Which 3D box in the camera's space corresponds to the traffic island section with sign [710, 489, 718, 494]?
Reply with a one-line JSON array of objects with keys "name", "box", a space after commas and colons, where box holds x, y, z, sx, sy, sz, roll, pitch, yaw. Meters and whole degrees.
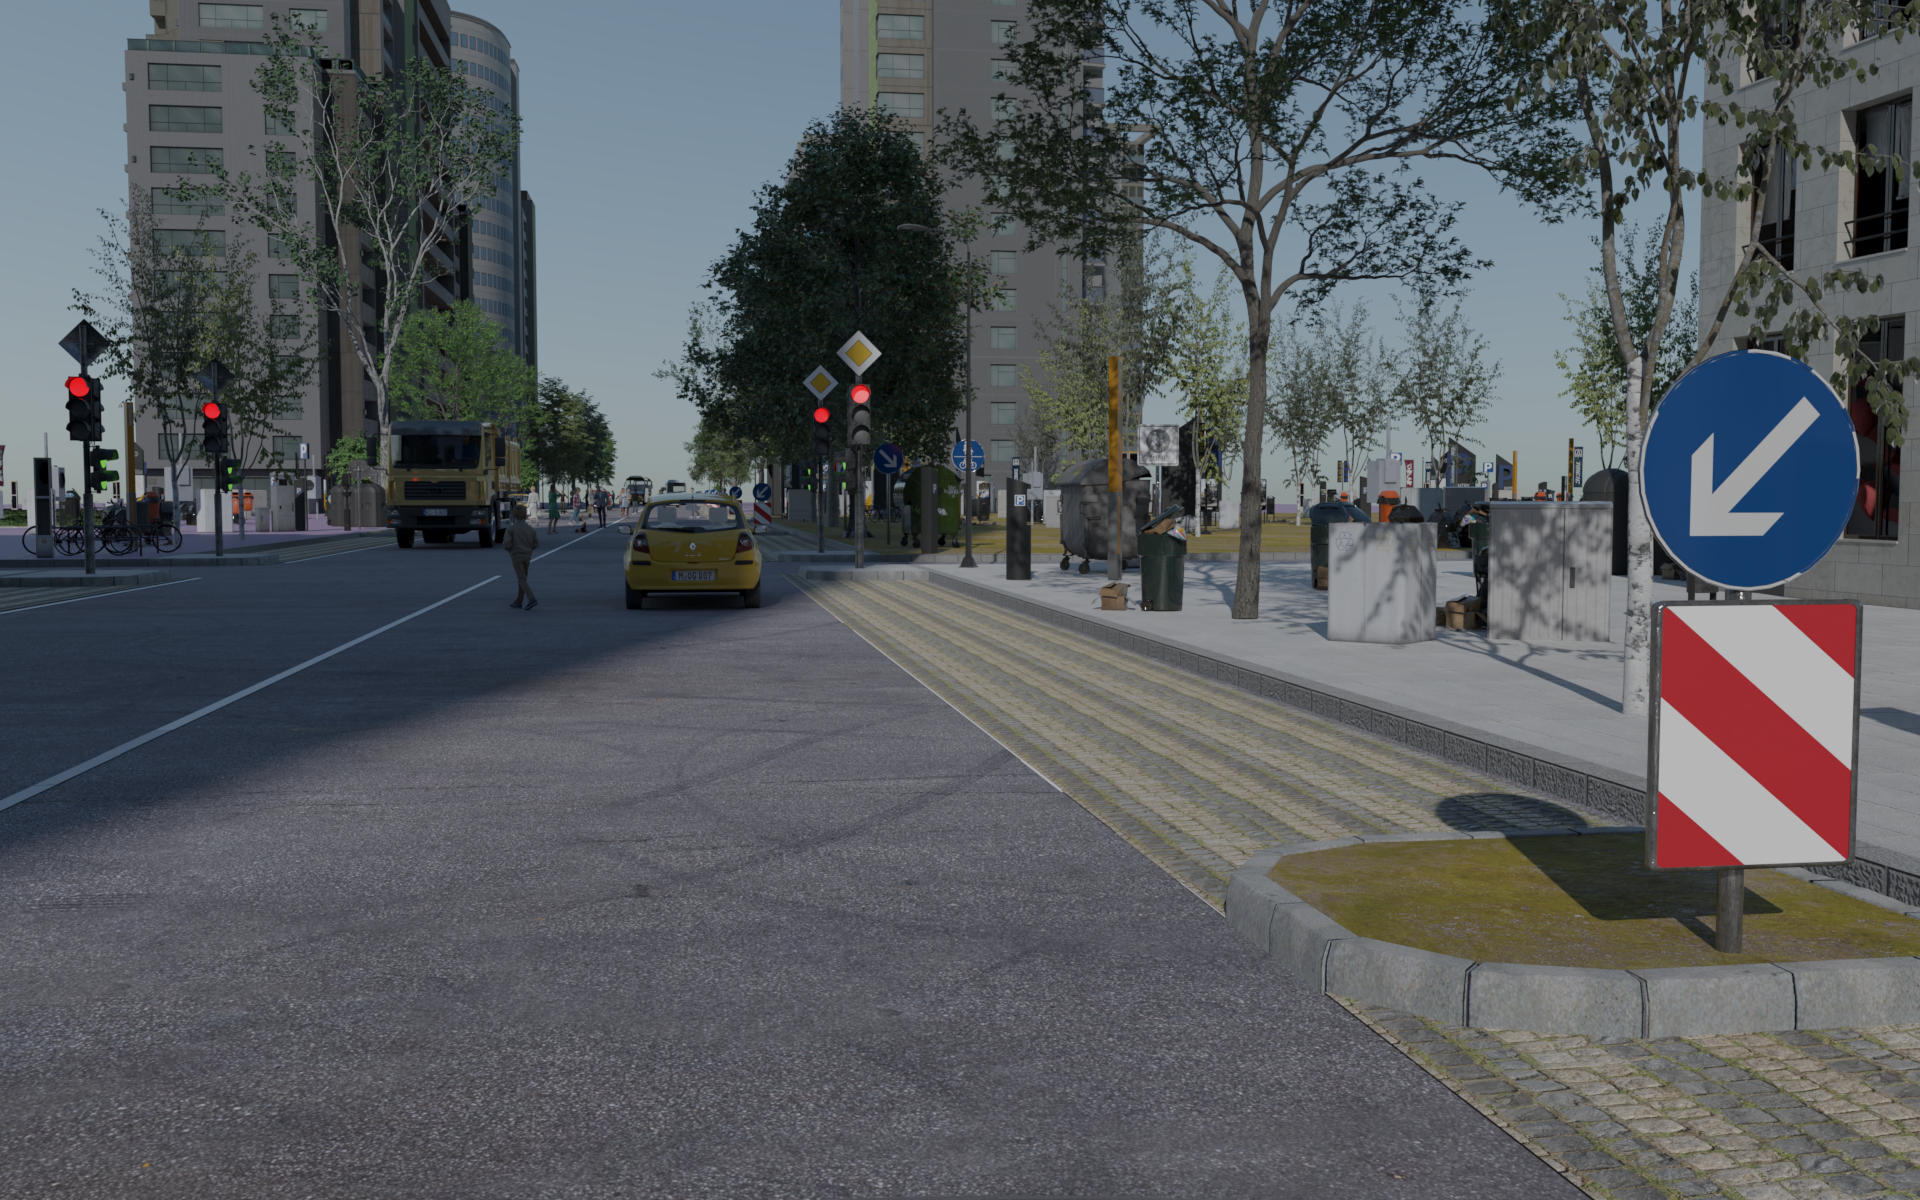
[{"name": "traffic island section with sign", "box": [-11.379, -4.787, 86.902, 1.989, 1.847, 2.006, -1, 4, -9]}]

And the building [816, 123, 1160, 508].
[{"name": "building", "box": [1.222, -29.310, 171.094, 32.217, 40.220, 23.993, -1, 4, -9]}]

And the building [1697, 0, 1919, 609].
[{"name": "building", "box": [16.398, -9.827, 15.427, 10.420, 20.320, 16.860, -1, 4, -9]}]

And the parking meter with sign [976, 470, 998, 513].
[{"name": "parking meter with sign", "box": [1.939, -7.239, 114.620, 1.738, 3.016, 0.543, 1, 4, 18]}]

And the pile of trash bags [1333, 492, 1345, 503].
[{"name": "pile of trash bags", "box": [21.187, -5.213, 94.988, 1.912, 1.369, 3.447, 1, 4, 16]}]

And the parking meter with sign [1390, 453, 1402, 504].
[{"name": "parking meter with sign", "box": [18.542, -4.740, 73.756, 0.543, 3.016, 1.738, 1, 4, 16]}]

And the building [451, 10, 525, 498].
[{"name": "building", "box": [-65.314, -40.908, 210.841, 21.231, 58.520, 28.212, -1, 4, -9]}]

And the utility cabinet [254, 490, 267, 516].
[{"name": "utility cabinet", "box": [-40.333, -5.546, 99.357, 0.318, 1.500, 1.173, 2, 4, 28]}]

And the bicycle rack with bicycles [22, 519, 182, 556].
[{"name": "bicycle rack with bicycles", "box": [-18.196, -1.415, 36.516, 2.925, 0.926, 2.852, -1, 4, -13]}]

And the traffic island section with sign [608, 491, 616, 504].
[{"name": "traffic island section with sign", "box": [-49.201, -14.309, 242.577, 1.989, 1.847, 2.006, -1, 4, -9]}]

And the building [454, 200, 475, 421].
[{"name": "building", "box": [-54.101, -24.035, 164.677, 14.160, 30.474, 14.107, -1, 4, -9]}]

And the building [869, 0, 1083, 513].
[{"name": "building", "box": [0.407, -26.823, 122.146, 14.154, 41.232, 14.086, -1, 4, -9]}]

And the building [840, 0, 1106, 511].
[{"name": "building", "box": [0.634, -36.800, 143.680, 21.231, 58.520, 28.212, -1, 4, -9]}]

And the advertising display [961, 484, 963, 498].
[{"name": "advertising display", "box": [0.331, -6.263, 107.619, 0.123, 1.923, 0.974, -2, 4, -34]}]

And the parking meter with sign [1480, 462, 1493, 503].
[{"name": "parking meter with sign", "box": [28.678, -6.016, 94.618, 0.543, 3.016, 1.738, 2, 4, 27]}]

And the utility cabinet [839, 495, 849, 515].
[{"name": "utility cabinet", "box": [-7.054, -5.814, 106.215, 1.020, 1.237, 0.306, -3, 5, -42]}]

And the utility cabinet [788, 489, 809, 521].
[{"name": "utility cabinet", "box": [-7.613, -4.535, 82.830, 1.173, 1.500, 0.318, -1, 4, -14]}]

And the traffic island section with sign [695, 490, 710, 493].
[{"name": "traffic island section with sign", "box": [-23.858, -9.447, 163.086, 1.989, 1.847, 2.006, -1, 4, -9]}]

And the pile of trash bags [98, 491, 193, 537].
[{"name": "pile of trash bags", "box": [-25.058, -2.643, 52.969, 1.912, 1.369, 3.447, -3, 4, -39]}]

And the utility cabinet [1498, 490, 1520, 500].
[{"name": "utility cabinet", "box": [30.521, -5.364, 96.383, 1.173, 1.500, 0.318, 0, 4, 1]}]

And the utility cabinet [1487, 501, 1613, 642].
[{"name": "utility cabinet", "box": [5.198, -0.252, 15.278, 1.020, 1.237, 0.306, 1, 4, 19]}]

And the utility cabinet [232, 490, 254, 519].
[{"name": "utility cabinet", "box": [-36.449, -4.838, 87.784, 1.173, 1.500, 0.318, 2, 4, 30]}]

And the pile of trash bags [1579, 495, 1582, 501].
[{"name": "pile of trash bags", "box": [42.517, -6.650, 118.484, 3.447, 1.369, 1.912, 2, 4, 32]}]

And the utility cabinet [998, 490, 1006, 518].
[{"name": "utility cabinet", "box": [2.588, -5.058, 91.374, 1.173, 1.500, 0.318, 2, 4, 29]}]

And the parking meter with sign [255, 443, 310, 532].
[{"name": "parking meter with sign", "box": [-22.966, -3.816, 58.660, 0.543, 3.016, 1.738, 3, 5, 44]}]

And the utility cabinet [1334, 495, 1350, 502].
[{"name": "utility cabinet", "box": [21.748, -5.329, 98.294, 1.020, 1.237, 0.306, -1, 4, -14]}]

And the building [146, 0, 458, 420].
[{"name": "building", "box": [-54.760, -31.908, 145.390, 21.300, 48.544, 21.600, -1, 4, -9]}]

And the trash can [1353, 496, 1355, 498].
[{"name": "trash can", "box": [23.548, -5.709, 104.994, 0.748, 1.137, 0.748, 0, 3, 0]}]

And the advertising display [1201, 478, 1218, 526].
[{"name": "advertising display", "box": [9.826, -3.883, 68.705, 0.974, 1.923, 0.123, -2, 4, -34]}]

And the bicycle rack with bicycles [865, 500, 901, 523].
[{"name": "bicycle rack with bicycles", "box": [-2.681, -3.948, 77.925, 2.925, 0.926, 2.852, -1, 4, -21]}]

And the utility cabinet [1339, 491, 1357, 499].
[{"name": "utility cabinet", "box": [24.688, -6.211, 110.228, 0.318, 1.500, 1.173, -3, 5, -41]}]

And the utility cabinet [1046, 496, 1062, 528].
[{"name": "utility cabinet", "box": [3.752, -3.375, 66.344, 0.306, 1.237, 1.020, -3, 5, -44]}]

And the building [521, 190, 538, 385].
[{"name": "building", "box": [-67.965, -36.523, 247.254, 14.600, 45.320, 14.200, -1, 4, -9]}]

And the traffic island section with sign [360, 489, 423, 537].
[{"name": "traffic island section with sign", "box": [-19.032, -3.041, 58.341, 1.989, 1.847, 2.006, -1, 4, -9]}]

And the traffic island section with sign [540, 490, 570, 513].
[{"name": "traffic island section with sign", "box": [-31.412, -7.660, 133.865, 1.989, 1.847, 2.006, -1, 4, -9]}]

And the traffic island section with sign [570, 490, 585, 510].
[{"name": "traffic island section with sign", "box": [-35.776, -9.293, 160.561, 1.989, 1.847, 2.006, -1, 4, -9]}]

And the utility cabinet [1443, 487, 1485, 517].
[{"name": "utility cabinet", "box": [15.074, -2.640, 51.836, 1.173, 1.500, 0.318, 0, 4, 2]}]

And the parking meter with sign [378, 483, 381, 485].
[{"name": "parking meter with sign", "box": [-35.843, -6.662, 105.183, 1.738, 3.016, 0.543, 1, 4, 11]}]

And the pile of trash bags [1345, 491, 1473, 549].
[{"name": "pile of trash bags", "box": [11.297, -1.998, 42.426, 1.912, 1.369, 3.447, -1, 4, -21]}]

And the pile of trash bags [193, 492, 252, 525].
[{"name": "pile of trash bags", "box": [-31.325, -3.769, 71.382, 3.447, 1.369, 1.912, -1, 4, -11]}]

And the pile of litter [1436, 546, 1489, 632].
[{"name": "pile of litter", "box": [4.969, -0.176, 16.850, 1.176, 0.858, 1.719, 2, 4, 26]}]

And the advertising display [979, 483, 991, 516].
[{"name": "advertising display", "box": [1.463, -5.985, 103.061, 0.123, 1.923, 0.974, -3, 4, -38]}]

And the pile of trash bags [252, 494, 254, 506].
[{"name": "pile of trash bags", "box": [-36.257, -4.574, 84.537, 3.447, 1.369, 1.912, -3, 4, -38]}]

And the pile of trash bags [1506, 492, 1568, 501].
[{"name": "pile of trash bags", "box": [24.599, -3.993, 75.030, 1.912, 1.369, 3.447, 0, 4, -3]}]

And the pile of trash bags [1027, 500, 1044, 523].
[{"name": "pile of trash bags", "box": [3.975, -4.210, 78.585, 3.447, 1.369, 1.912, 3, 5, 42]}]

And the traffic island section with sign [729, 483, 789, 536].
[{"name": "traffic island section with sign", "box": [-7.026, -3.160, 60.299, 1.989, 1.847, 2.006, -1, 4, -9]}]

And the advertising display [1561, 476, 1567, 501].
[{"name": "advertising display", "box": [21.393, -3.433, 61.350, 0.123, 1.923, 0.974, 2, 4, 24]}]

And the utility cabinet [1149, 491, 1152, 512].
[{"name": "utility cabinet", "box": [12.295, -6.446, 114.069, 1.173, 1.500, 0.318, -3, 4, -38]}]

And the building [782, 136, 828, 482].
[{"name": "building", "box": [-12.306, -37.516, 232.993, 23.786, 49.044, 30.456, -1, 4, -9]}]

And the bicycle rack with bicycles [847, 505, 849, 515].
[{"name": "bicycle rack with bicycles", "box": [-5.535, -5.433, 102.216, 2.925, 0.926, 2.852, -1, 4, -16]}]

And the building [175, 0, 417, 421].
[{"name": "building", "box": [-48.486, -27.217, 128.590, 14.154, 41.232, 14.086, -1, 4, -9]}]

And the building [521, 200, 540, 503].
[{"name": "building", "box": [-64.548, -33.596, 232.883, 14.154, 41.232, 14.086, -1, 4, -9]}]

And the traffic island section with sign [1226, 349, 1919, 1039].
[{"name": "traffic island section with sign", "box": [1.943, 0.191, 5.509, 1.989, 1.847, 2.006, -1, 4, -9]}]

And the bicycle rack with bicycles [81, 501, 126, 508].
[{"name": "bicycle rack with bicycles", "box": [-43.258, -4.593, 88.481, 2.925, 0.926, 2.852, 1, 4, 12]}]

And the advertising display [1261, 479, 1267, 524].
[{"name": "advertising display", "box": [12.723, -4.200, 73.885, 0.974, 1.923, 0.123, -3, 5, -42]}]

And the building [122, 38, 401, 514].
[{"name": "building", "box": [-45.578, -20.983, 114.773, 14.160, 30.474, 14.107, -1, 4, -9]}]

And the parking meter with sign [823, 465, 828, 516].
[{"name": "parking meter with sign", "box": [-8.149, -6.577, 103.795, 0.543, 3.016, 1.738, -1, 4, -13]}]
